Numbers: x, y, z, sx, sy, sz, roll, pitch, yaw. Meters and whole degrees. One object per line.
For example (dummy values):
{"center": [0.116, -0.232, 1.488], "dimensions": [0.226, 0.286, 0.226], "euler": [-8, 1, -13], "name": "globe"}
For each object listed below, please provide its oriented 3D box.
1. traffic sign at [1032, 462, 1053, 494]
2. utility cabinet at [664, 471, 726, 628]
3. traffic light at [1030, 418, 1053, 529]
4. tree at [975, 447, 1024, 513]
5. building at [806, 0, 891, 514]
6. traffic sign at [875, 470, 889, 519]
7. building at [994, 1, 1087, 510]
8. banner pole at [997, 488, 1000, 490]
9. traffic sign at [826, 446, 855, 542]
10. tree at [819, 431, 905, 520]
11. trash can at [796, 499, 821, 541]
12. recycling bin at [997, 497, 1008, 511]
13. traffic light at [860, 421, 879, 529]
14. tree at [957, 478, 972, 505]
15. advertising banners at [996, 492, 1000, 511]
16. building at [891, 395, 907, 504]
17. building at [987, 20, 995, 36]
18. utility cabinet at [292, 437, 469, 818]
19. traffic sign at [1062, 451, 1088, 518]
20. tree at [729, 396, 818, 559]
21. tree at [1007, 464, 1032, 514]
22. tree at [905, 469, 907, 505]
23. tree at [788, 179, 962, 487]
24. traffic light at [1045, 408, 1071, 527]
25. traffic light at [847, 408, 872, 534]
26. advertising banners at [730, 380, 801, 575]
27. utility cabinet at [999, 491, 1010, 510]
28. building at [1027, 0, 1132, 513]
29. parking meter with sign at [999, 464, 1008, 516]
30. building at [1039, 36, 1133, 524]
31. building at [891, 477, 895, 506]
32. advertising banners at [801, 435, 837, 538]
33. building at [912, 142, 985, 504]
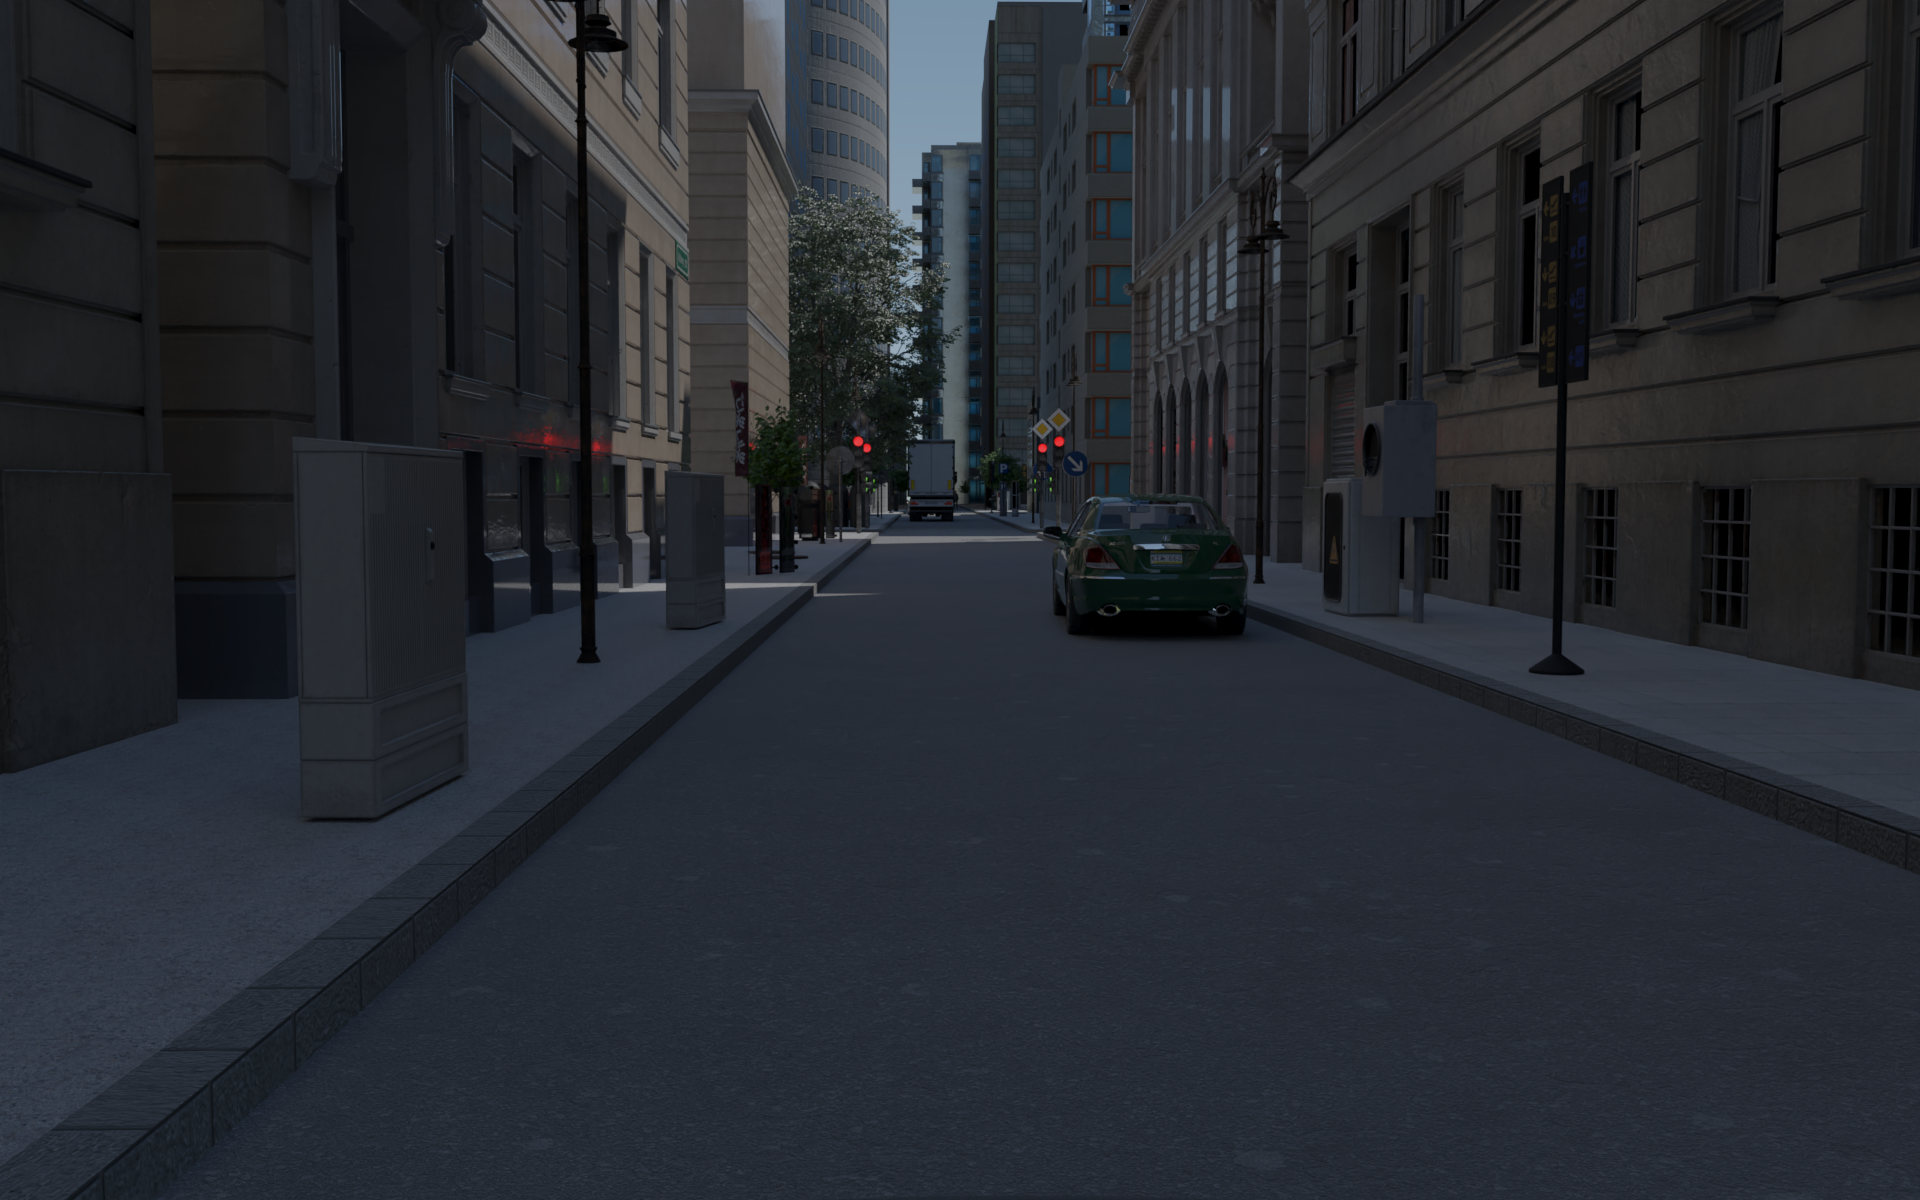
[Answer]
{"center": [3.135, -4.014, 65.727], "dimensions": [0.768, 2.556, 0.104], "euler": [0, 4, 7], "name": "traffic sign"}
{"center": [-2.557, -0.500, 16.859], "dimensions": [0.318, 1.500, 1.173], "euler": [0, 4, 6], "name": "utility cabinet"}
{"center": [3.031, -4.615, 64.380], "dimensions": [0.839, 4.253, 0.868], "euler": [0, 4, -1], "name": "traffic light"}
{"center": [2.750, -8.319, 119.724], "dimensions": [4.285, 4.588, 4.351], "euler": [0, 3, 0], "name": "tree"}
{"center": [-15.601, -35.296, 119.090], "dimensions": [21.231, 58.520, 28.212], "euler": [0, 4, -1], "name": "building"}
{"center": [-4.067, -5.478, 89.678], "dimensions": [0.768, 2.556, 0.104], "euler": [0, 4, 7], "name": "traffic sign"}
{"center": [9.901, -28.419, 148.237], "dimensions": [14.154, 41.232, 14.086], "euler": [0, 4, -1], "name": "building"}
{"center": [3.204, -8.859, 134.865], "dimensions": [0.863, 3.779, 0.401], "euler": [2, 4, 30], "name": "banner pole"}
{"center": [-3.174, -2.809, 46.038], "dimensions": [0.768, 2.556, 0.104], "euler": [0, 3, 0], "name": "traffic sign"}
{"center": [-5.325, -6.170, 84.596], "dimensions": [4.285, 4.588, 4.351], "euler": [0, 3, 0], "name": "tree"}
{"center": [-4.119, -2.194, 47.527], "dimensions": [0.748, 1.137, 0.748], "euler": [0, 3, 0], "name": "trash can"}
{"center": [3.154, -7.108, 128.767], "dimensions": [0.722, 1.027, 0.722], "euler": [0, 4, -6], "name": "recycling bin"}
{"center": [-3.429, -4.606, 64.236], "dimensions": [0.839, 4.253, 0.868], "euler": [0, 4, -1], "name": "traffic light"}
{"center": [0.602, -12.990, 206.982], "dimensions": [1.663, 3.219, 1.824], "euler": [0, 3, 0], "name": "tree"}
{"center": [2.956, -8.234, 130.820], "dimensions": [0.090, 3.025, 2.074], "euler": [1, 4, 14], "name": "advertising banners"}
{"center": [-22.734, -56.257, 232.481], "dimensions": [31.000, 86.520, 22.319], "euler": [0, 4, -1], "name": "building"}
{"center": [9.331, -31.322, 162.220], "dimensions": [14.600, 45.320, 14.200], "euler": [0, 4, -1], "name": "building"}
{"center": [-2.396, 0.085, 7.289], "dimensions": [0.318, 1.500, 1.173], "euler": [0, 4, 2], "name": "utility cabinet"}
{"center": [3.411, -3.127, 51.236], "dimensions": [0.768, 2.556, 0.104], "euler": [0, 4, 5], "name": "traffic sign"}
{"center": [-3.518, -2.440, 34.499], "dimensions": [1.663, 3.219, 1.824], "euler": [0, 3, 0], "name": "tree"}
{"center": [3.745, -7.185, 112.073], "dimensions": [1.663, 3.219, 1.824], "euler": [0, 3, 0], "name": "tree"}
{"center": [-5.524, -7.252, 102.282], "dimensions": [4.285, 4.588, 4.351], "euler": [0, 3, 0], "name": "tree"}
{"center": [-5.029, -10.052, 70.999], "dimensions": [9.857, 13.997, 8.962], "euler": [0, 3, 0], "name": "tree"}
{"center": [3.190, -4.127, 56.397], "dimensions": [0.839, 4.253, 0.868], "euler": [0, 4, -1], "name": "traffic light"}
{"center": [-3.270, -4.118, 56.252], "dimensions": [0.839, 4.253, 0.868], "euler": [0, 4, -1], "name": "traffic light"}
{"center": [-3.112, -1.919, 27.564], "dimensions": [0.090, 3.025, 2.074], "euler": [2, 4, 23], "name": "advertising banners"}
{"center": [3.495, -7.995, 139.393], "dimensions": [0.318, 1.500, 1.173], "euler": [3, 5, 42], "name": "utility cabinet"}
{"center": [16.357, -48.647, 108.054], "dimensions": [22.319, 86.520, 31.000], "euler": [0, 4, -1], "name": "building"}
{"center": [2.513, -6.332, 99.787], "dimensions": [0.543, 3.016, 1.738], "euler": [0, 4, 2], "name": "parking meter with sign"}
{"center": [19.012, -14.355, 79.743], "dimensions": [28.899, 21.520, 27.650], "euler": [0, 4, -1], "name": "building"}
{"center": [-22.955, -29.830, 179.605], "dimensions": [32.217, 40.220, 23.993], "euler": [0, 4, -1], "name": "building"}
{"center": [-4.204, -3.345, 50.882], "dimensions": [0.090, 3.025, 2.074], "euler": [-3, 4, -36], "name": "advertising banners"}
{"center": [8.783, -37.661, 235.370], "dimensions": [30.456, 49.044, 23.786], "euler": [0, 4, -1], "name": "building"}
